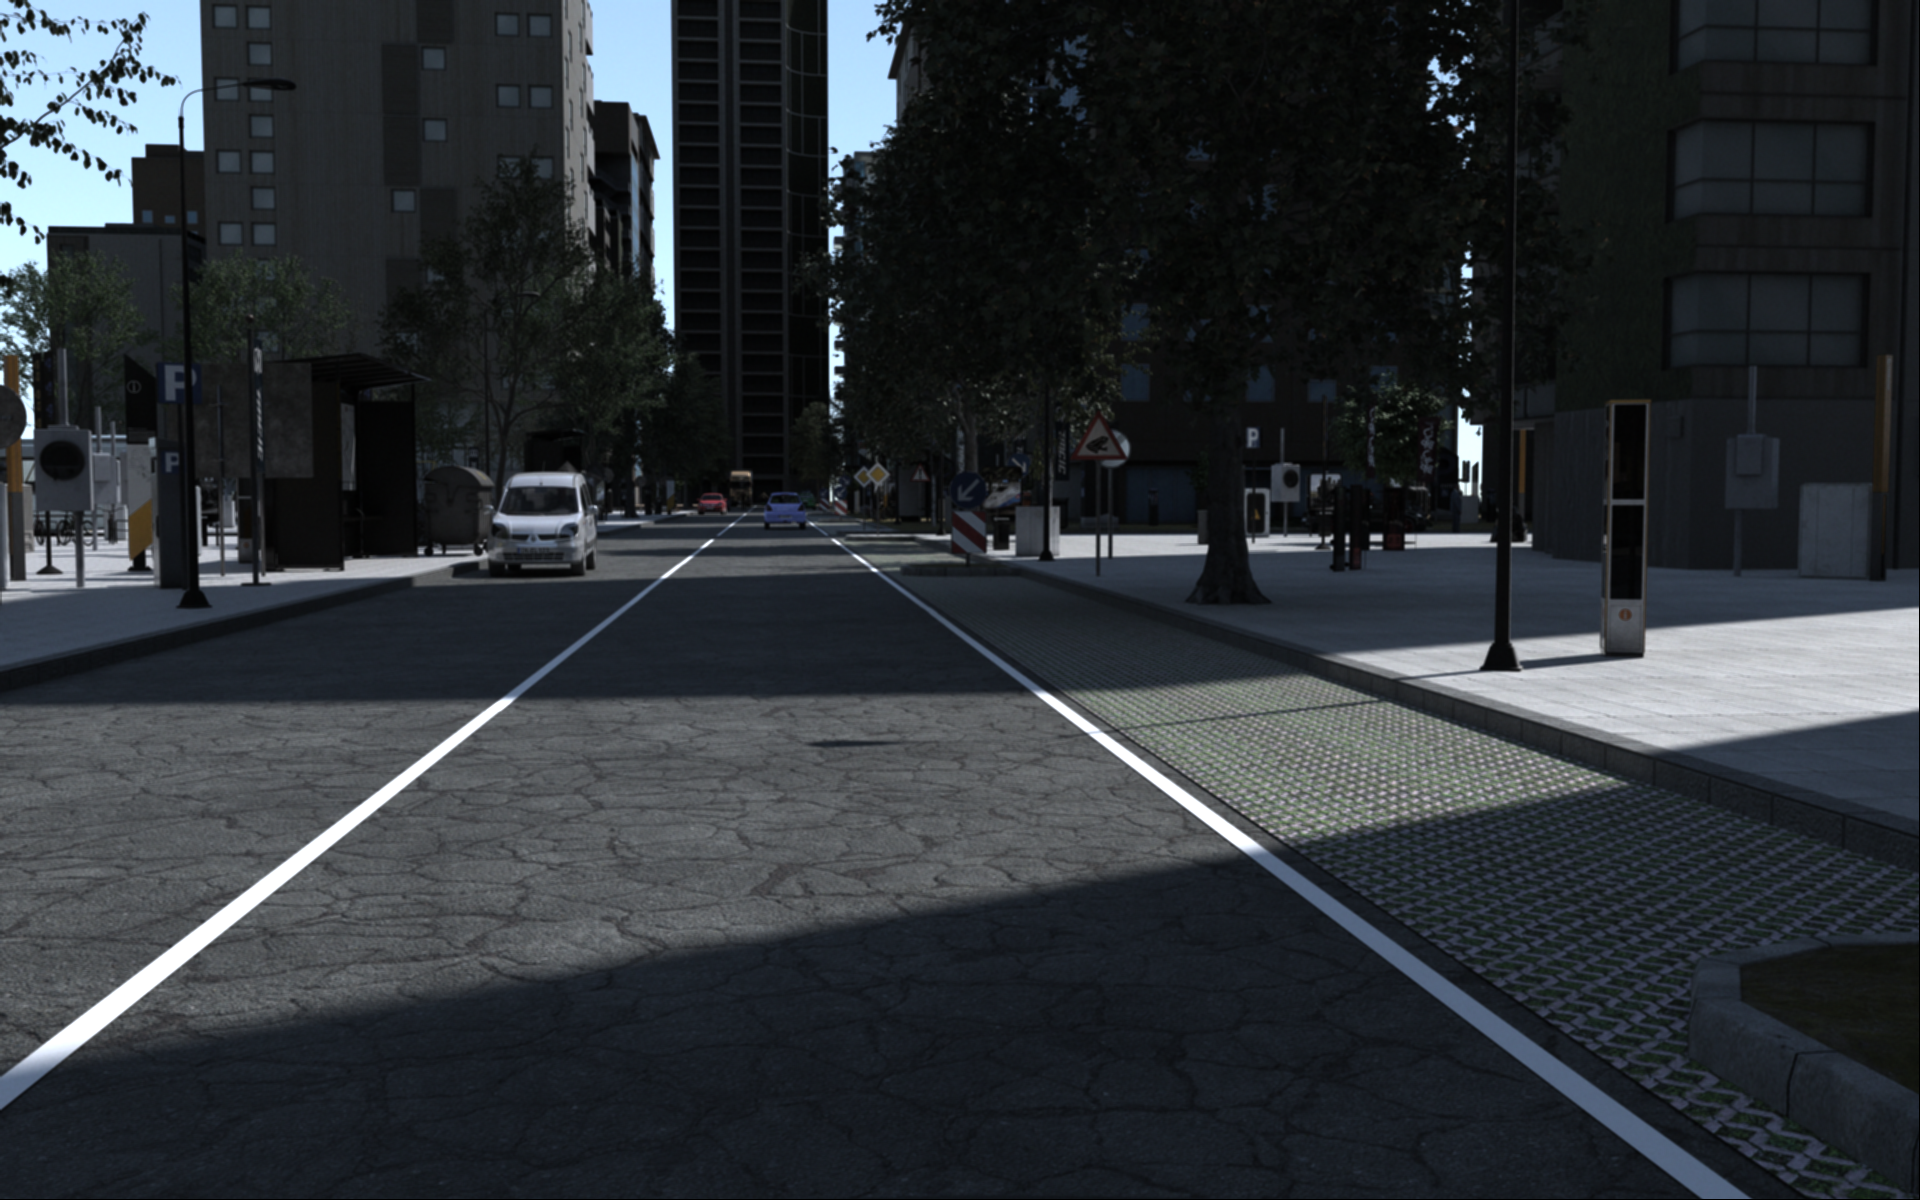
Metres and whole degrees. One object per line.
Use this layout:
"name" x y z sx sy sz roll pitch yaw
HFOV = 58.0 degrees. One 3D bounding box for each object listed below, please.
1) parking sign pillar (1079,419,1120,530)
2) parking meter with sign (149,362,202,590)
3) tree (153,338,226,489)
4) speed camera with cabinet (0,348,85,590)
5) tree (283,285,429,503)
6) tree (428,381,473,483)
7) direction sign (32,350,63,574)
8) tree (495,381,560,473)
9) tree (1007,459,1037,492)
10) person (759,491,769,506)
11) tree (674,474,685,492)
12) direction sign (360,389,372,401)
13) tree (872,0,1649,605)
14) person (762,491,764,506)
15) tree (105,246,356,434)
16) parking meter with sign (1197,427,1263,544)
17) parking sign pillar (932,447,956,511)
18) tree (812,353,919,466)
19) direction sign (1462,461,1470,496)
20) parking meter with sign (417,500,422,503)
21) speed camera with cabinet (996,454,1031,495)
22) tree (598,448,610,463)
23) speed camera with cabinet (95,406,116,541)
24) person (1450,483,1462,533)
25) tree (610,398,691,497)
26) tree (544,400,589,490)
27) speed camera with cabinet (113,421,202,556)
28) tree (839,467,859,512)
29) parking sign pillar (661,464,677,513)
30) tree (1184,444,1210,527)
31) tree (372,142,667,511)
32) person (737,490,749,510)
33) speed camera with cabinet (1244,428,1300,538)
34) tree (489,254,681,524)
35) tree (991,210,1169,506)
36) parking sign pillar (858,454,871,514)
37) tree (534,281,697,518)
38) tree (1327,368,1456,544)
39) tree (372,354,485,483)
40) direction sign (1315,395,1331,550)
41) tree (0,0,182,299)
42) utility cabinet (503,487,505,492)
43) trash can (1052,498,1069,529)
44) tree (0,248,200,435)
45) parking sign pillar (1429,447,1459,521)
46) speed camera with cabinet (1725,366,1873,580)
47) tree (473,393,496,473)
"parking sign pillar" 5.018 -4.509 62.196 1.447 3.967 1.447 -1 4 -16
"parking meter with sign" -10.796 -1.680 23.734 0.543 3.016 1.738 -2 4 -33
"tree" -36.271 -8.093 82.684 4.737 8.622 4.395 0 3 0
"speed camera with cabinet" -12.766 -1.765 23.186 2.038 3.252 0.660 -1 4 -23
"tree" -22.281 -6.835 62.122 4.360 8.622 3.978 0 3 0
"tree" -29.751 -8.839 94.884 4.360 8.622 3.978 0 3 0
"direction sign" -14.614 -2.183 27.693 0.876 3.537 0.379 3 5 44
"tree" -27.973 -9.992 113.737 4.360 8.622 3.978 0 3 0
"tree" 2.553 -5.204 79.686 1.663 3.219 1.824 0 3 0
"person" -23.376 -12.089 206.171 1.348 1.823 0.705 1 4 22
"tree" -21.719 -8.267 129.765 1.663 3.219 1.824 0 3 0
"direction sign" -12.318 -2.678 35.777 0.379 3.537 0.876 -3 5 -43
"tree" 3.045 -6.303 20.067 9.611 12.733 9.660 0 3 0
"person" -24.052 -12.453 212.066 0.705 1.831 1.348 -1 4 -15
"tree" -29.263 -8.937 71.868 9.928 11.665 9.643 0 3 0
"parking meter with sign" 6.939 -2.960 44.650 1.738 3.016 0.543 -2 4 -31
"parking sign pillar" -0.920 -6.772 99.195 1.447 3.967 1.447 -1 4 -15
"tree" -5.460 -10.497 106.038 7.601 10.594 8.767 1 4 8
"direction sign" 34.193 -7.650 117.072 0.876 3.537 0.379 -3 5 -41
"parking meter with sign" -40.918 -8.134 129.246 0.543 3.016 1.738 2 4 27
"speed camera with cabinet" 2.475 -5.614 86.129 2.038 3.252 0.660 -1 4 -13
"tree" -27.305 -10.894 128.475 4.360 8.622 3.978 0 3 0
"speed camera with cabinet" -19.092 -2.779 39.773 0.660 3.252 2.038 3 5 44
"person" 16.814 -3.058 58.672 0.419 1.800 0.721 0 4 1
"tree" -19.018 -9.752 109.805 4.360 8.622 3.978 0 3 0
"tree" -26.571 -10.340 119.427 4.737 8.622 4.395 0 3 0
"speed camera with cabinet" -16.717 -2.560 36.199 2.038 3.252 0.660 2 4 33
"tree" -7.675 -7.858 123.076 1.663 3.219 1.824 0 3 0
"parking sign pillar" -20.238 -7.990 119.104 1.447 3.967 1.447 0 4 -4
"tree" 9.512 -4.435 67.109 1.663 3.219 1.824 0 3 0
"tree" -12.112 -6.824 45.982 7.601 10.594 8.767 1 4 22
"person" -19.032 -8.736 151.851 1.217 1.766 0.721 2 4 24
"speed camera with cabinet" 9.125 -3.500 51.557 2.038 3.252 0.660 -2 4 -25
"tree" -16.208 -9.138 75.169 9.928 11.665 9.643 0 3 0
"tree" 2.090 -5.282 36.730 4.737 8.622 4.395 0 3 0
"parking sign pillar" -6.013 -7.723 114.741 1.447 3.967 1.447 0 4 3
"tree" -17.725 -10.715 92.202 9.611 12.733 9.660 0 3 0
"tree" 11.220 -3.752 45.058 4.285 4.588 4.351 0 3 0
"tree" -27.050 -8.524 89.737 4.737 8.622 4.395 0 3 0
"direction sign" 8.387 -2.930 39.899 0.379 3.537 0.876 1 4 17
"tree" -8.376 -3.826 12.924 4.360 8.622 3.978 0 3 0
"utility cabinet" -13.118 -2.656 52.098 1.173 1.500 0.318 -1 4 -18
"trash can" 3.678 -3.196 63.906 0.748 1.137 0.748 0 3 0
"tree" -37.610 -8.997 72.863 9.928 11.665 9.643 0 3 0
"parking sign pillar" 23.399 -5.819 83.609 1.447 3.967 1.447 1 4 13
"speed camera with cabinet" 12.913 -1.973 26.596 2.038 3.252 0.660 2 4 34
"tree" -32.693 -10.286 118.537 4.360 8.622 3.978 0 3 0
